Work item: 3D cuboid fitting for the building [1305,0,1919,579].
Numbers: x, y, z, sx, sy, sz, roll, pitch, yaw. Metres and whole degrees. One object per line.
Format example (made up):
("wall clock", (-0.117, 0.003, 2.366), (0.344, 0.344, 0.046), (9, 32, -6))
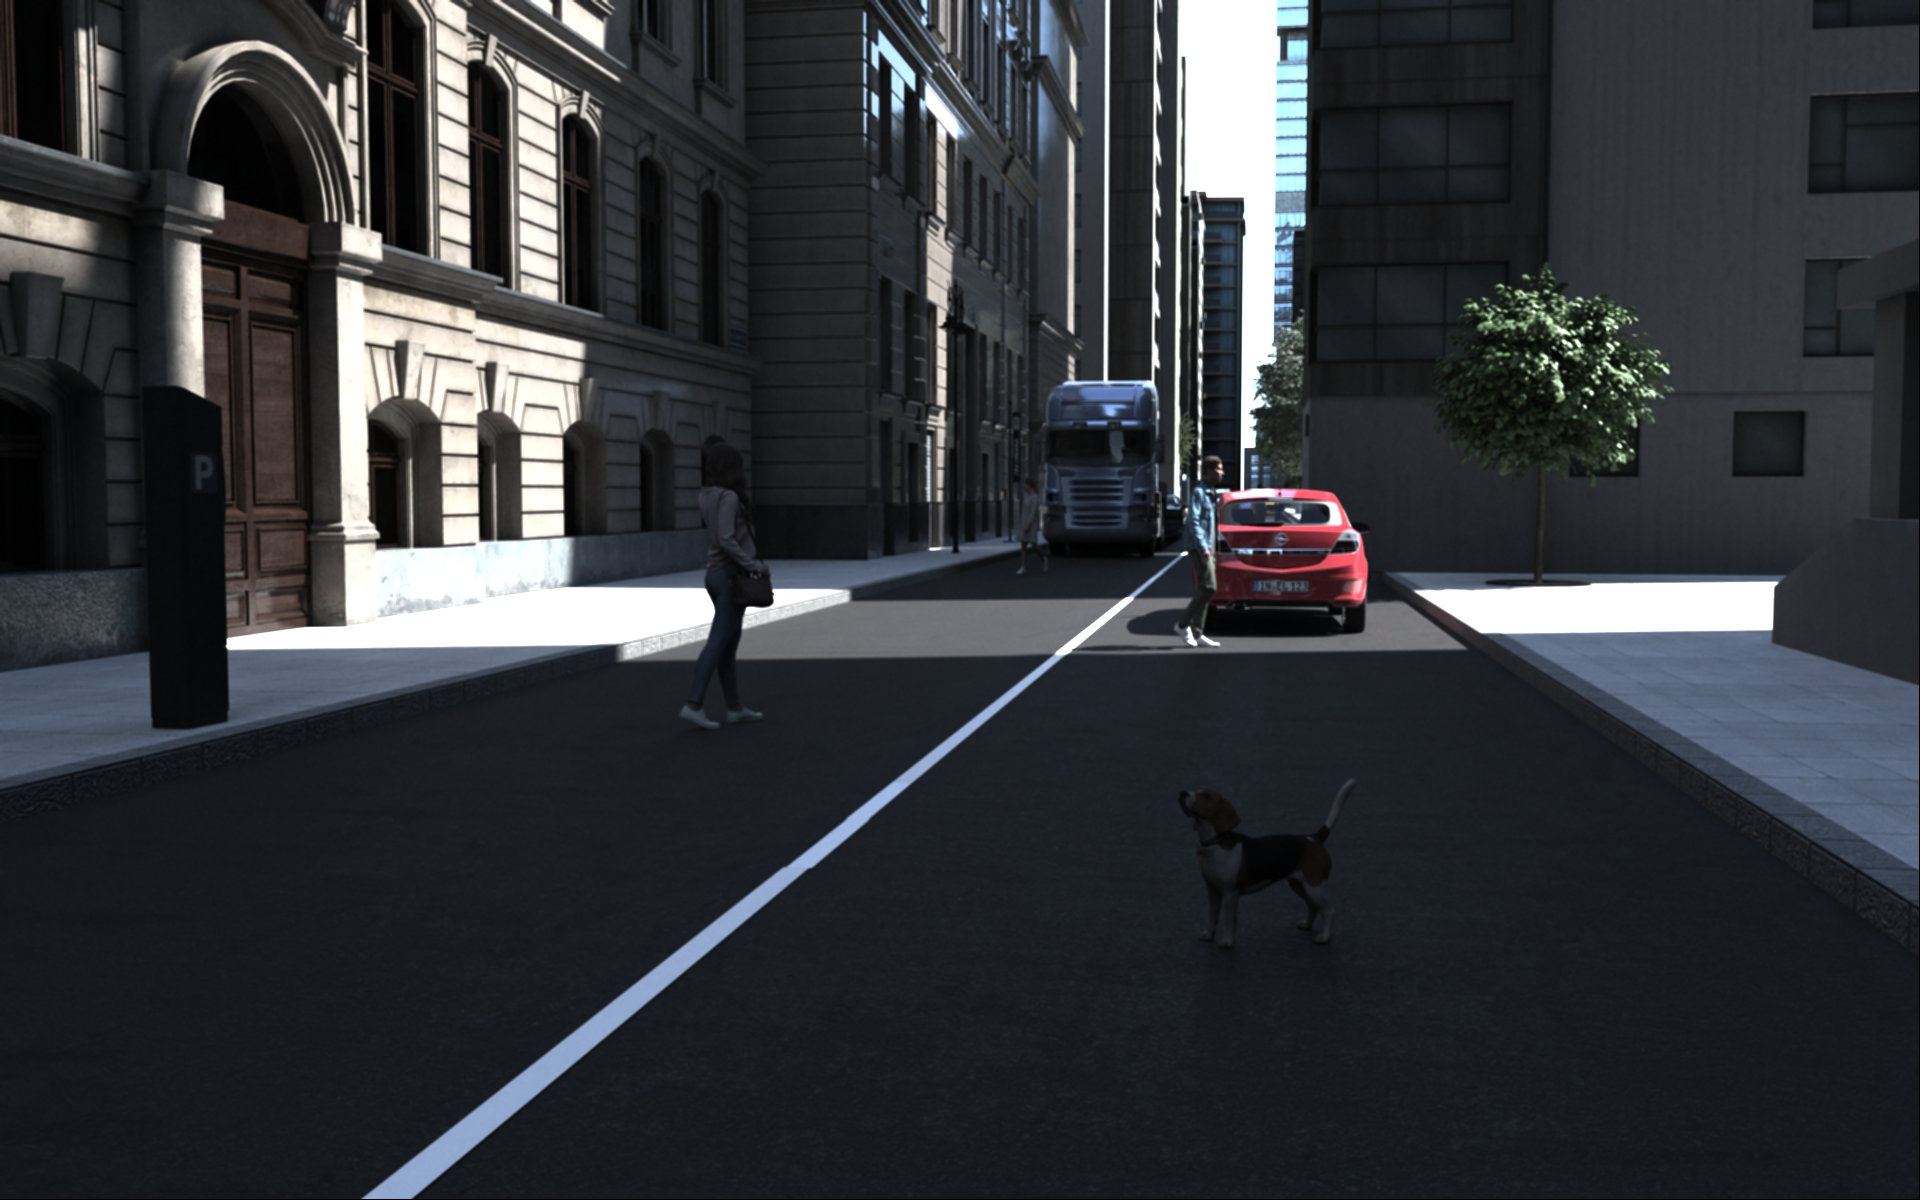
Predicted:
("building", (13.816, -15.994, 33.197), (14.160, 30.474, 14.107), (1, 4, 10))

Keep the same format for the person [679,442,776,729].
("person", (-1.486, -0.100, 10.726), (0.643, 1.750, 0.593), (-2, 4, -29))

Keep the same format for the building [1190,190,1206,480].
("building", (18.116, -31.947, 214.220), (23.993, 40.220, 32.217), (1, 4, 10))

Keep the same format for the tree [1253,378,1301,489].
("tree", (28.169, -13.340, 143.872), (9.928, 11.665, 9.643), (0, 3, 0))

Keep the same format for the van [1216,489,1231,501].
("van", (21.331, -8.192, 140.953), (2.013, 2.044, 4.112), (1, 4, 10))

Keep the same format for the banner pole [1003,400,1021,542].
("banner pole", (1.443, -3.441, 46.283), (0.401, 3.779, 0.863), (2, 4, 27))

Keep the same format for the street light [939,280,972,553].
("street light", (-0.093, -3.958, 37.505), (0.468, 5.910, 1.993), (1, 4, 10))

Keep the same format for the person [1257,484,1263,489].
("person", (11.106, -3.384, 63.932), (0.767, 1.812, 0.694), (1, 4, 13))

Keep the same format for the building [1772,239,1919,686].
("building", (21.699, -19.099, 4.153), (32.217, 40.220, 23.993), (1, 4, 10))

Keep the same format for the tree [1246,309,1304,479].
("tree", (22.947, -12.633, 113.198), (9.857, 13.997, 8.962), (0, 3, 0))

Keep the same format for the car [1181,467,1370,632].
("car", (3.569, -0.644, 19.564), (2.155, 1.783, 4.494), (1, 4, 9))

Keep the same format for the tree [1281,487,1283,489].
("tree", (43.032, -14.336, 228.994), (1.663, 3.219, 1.824), (0, 3, 0))

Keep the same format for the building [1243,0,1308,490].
("building", (55.821, -56.864, 242.397), (31.000, 86.520, 22.319), (1, 4, 10))

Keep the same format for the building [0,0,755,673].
("building", (-11.788, -12.038, 15.906), (14.460, 24.649, 34.723), (1, 4, 10))

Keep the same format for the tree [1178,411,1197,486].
("tree", (18.264, -12.056, 147.478), (4.737, 8.622, 4.395), (0, 3, 0))

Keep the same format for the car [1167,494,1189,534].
("car", (7.416, -3.202, 64.155), (2.131, 1.459, 4.920), (1, 4, 10))

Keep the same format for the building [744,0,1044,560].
("building", (-5.291, -15.186, 45.559), (12.463, 27.353, 25.104), (1, 4, 10))

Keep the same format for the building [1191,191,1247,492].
("building", (26.206, -36.297, 248.074), (28.867, 44.769, 22.147), (1, 4, 10))

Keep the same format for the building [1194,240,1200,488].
("building", (18.922, -25.591, 190.106), (14.160, 30.474, 14.107), (1, 4, 10))

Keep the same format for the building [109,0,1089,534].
("building", (-12.802, -15.233, 68.147), (34.723, 24.649, 14.460), (1, 4, 10))

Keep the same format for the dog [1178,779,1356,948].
("dog", (0.984, 0.841, 5.540), (0.406, 0.507, 0.540), (2, 4, 31))

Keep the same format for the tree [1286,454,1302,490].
("tree", (24.684, -8.458, 122.007), (4.285, 4.588, 4.351), (0, 3, 0))

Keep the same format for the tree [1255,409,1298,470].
("tree", (30.351, -13.398, 153.469), (8.767, 10.594, 7.601), (-1, 4, -10))

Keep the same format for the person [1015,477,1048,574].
("person", (1.274, -1.340, 31.158), (0.466, 1.731, 0.760), (3, 4, 37))

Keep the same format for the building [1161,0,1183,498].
("building", (3.697, -24.633, 86.350), (14.154, 41.232, 14.086), (1, 4, 10))

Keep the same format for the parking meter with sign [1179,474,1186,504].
("parking meter with sign", (19.236, -9.639, 153.861), (0.543, 3.016, 1.738), (-3, 5, -44))

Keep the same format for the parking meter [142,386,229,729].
("parking meter", (-4.279, -0.237, 9.589), (0.255, 1.863, 0.399), (1, 4, 12))

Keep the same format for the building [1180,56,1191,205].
("building", (16.087, -32.147, 175.720), (14.600, 45.320, 14.200), (1, 4, 10))

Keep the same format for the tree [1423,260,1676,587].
("tree", (8.202, -2.487, 24.379), (4.285, 4.588, 4.351), (0, 3, 0))

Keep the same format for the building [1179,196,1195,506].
("building", (14.248, -23.881, 162.154), (14.160, 30.474, 14.107), (1, 4, 10))

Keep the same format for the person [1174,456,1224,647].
("person", (2.237, -0.447, 16.158), (0.444, 1.785, 0.601), (2, 4, 29))

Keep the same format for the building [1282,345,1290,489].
("building", (53.575, -22.366, 210.721), (27.650, 21.520, 28.899), (1, 4, 10))

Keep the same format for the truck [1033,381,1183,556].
("truck", (4.479, -3.505, 47.068), (2.967, 4.110, 18.799), (1, 4, 10))

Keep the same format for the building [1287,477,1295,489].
("building", (48.690, -29.238, 169.918), (32.217, 40.220, 23.993), (1, 4, 10))
